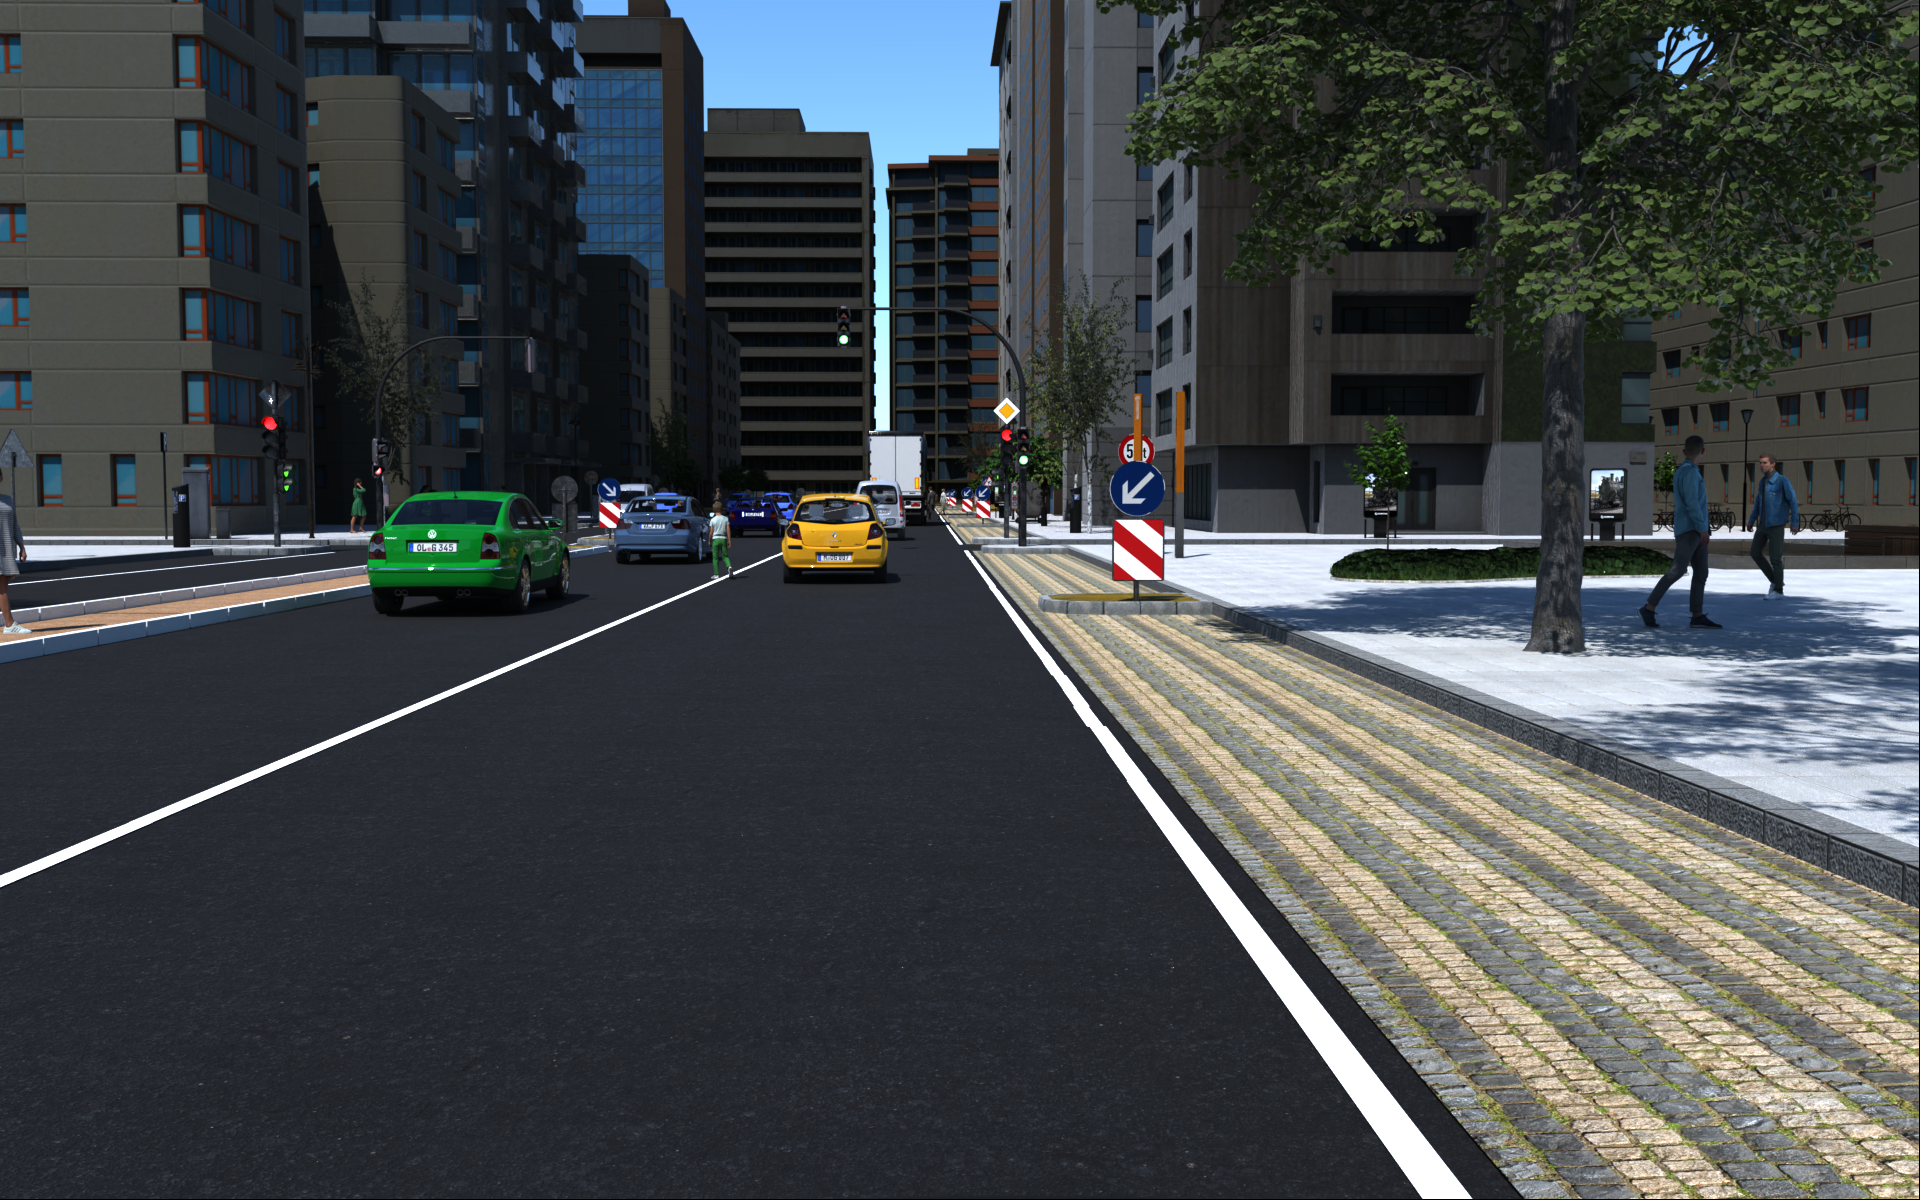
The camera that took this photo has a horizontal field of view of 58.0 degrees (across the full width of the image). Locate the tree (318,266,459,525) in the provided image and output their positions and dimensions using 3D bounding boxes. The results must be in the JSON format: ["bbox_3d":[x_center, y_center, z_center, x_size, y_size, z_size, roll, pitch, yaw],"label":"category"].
[{"bbox_3d":[-18.849,-6.530,57.124,4.360,8.622,3.978,0,3,0],"label":"tree"}]

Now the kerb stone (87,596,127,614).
[{"bbox_3d":[-10.421,0.074,20.988,0.120,0.150,1.000,0,4,-1],"label":"kerb stone"}]

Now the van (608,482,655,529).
[{"bbox_3d":[-13.111,-3.804,69.202,2.013,2.044,4.112,0,4,-3],"label":"van"}]

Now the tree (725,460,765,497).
[{"bbox_3d":[-21.890,-11.213,167.039,4.285,4.588,4.351,0,3,0],"label":"tree"}]

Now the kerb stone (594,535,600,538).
[{"bbox_3d":[-11.081,-1.832,52.253,0.120,0.150,1.000,0,4,-1],"label":"kerb stone"}]

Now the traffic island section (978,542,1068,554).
[{"bbox_3d":[1.544,-1.233,42.447,2.009,0.180,2.903,0,4,-1],"label":"traffic island section"}]

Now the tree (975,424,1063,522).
[{"bbox_3d":[3.052,-5.886,79.954,4.285,4.588,4.351,0,3,0],"label":"tree"}]

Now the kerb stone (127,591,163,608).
[{"bbox_3d":[-10.445,0.011,22.019,0.120,0.150,1.000,0,4,-1],"label":"kerb stone"}]

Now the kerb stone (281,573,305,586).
[{"bbox_3d":[-10.553,-0.296,27.144,0.120,0.150,1.000,0,4,-1],"label":"kerb stone"}]

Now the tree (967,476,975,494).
[{"bbox_3d":[1.581,-10.638,168.535,1.663,3.219,1.824,0,3,0],"label":"tree"}]

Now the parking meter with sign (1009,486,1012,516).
[{"bbox_3d":[2.803,-6.385,100.651,0.543,3.016,1.738,0,4,3],"label":"parking meter with sign"}]

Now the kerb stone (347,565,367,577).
[{"bbox_3d":[-10.620,-0.488,30.211,0.120,0.150,1.000,0,4,-1],"label":"kerb stone"}]

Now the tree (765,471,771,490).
[{"bbox_3d":[-22.123,-12.530,188.573,4.285,4.588,4.351,0,3,0],"label":"tree"}]

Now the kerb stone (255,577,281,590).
[{"bbox_3d":[-10.529,-0.240,26.116,0.120,0.150,1.000,0,4,-1],"label":"kerb stone"}]

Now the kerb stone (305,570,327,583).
[{"bbox_3d":[-10.574,-0.365,28.168,0.120,0.150,1.000,0,4,-1],"label":"kerb stone"}]

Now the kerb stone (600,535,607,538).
[{"bbox_3d":[-11.101,-1.901,53.275,0.120,0.150,1.000,0,4,-1],"label":"kerb stone"}]

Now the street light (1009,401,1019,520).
[{"bbox_3d":[2.670,-6.964,86.656,0.468,5.910,1.993,0,4,-1],"label":"street light"}]

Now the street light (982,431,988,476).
[{"bbox_3d":[1.816,-9.318,125.137,0.468,5.910,1.993,0,4,-1],"label":"street light"}]

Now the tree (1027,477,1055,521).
[{"bbox_3d":[3.748,-5.419,83.197,1.663,3.219,1.824,0,3,0],"label":"tree"}]

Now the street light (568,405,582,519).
[{"bbox_3d":[-19.553,-7.056,88.157,0.468,5.910,1.993,0,4,-1],"label":"street light"}]

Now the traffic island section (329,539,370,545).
[{"bbox_3d":[-16.761,-1.699,50.056,2.009,0.180,2.903,0,4,-1],"label":"traffic island section"}]

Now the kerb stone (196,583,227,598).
[{"bbox_3d":[-10.482,-0.115,24.069,0.120,0.150,1.000,0,4,-1],"label":"kerb stone"}]

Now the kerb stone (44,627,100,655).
[{"bbox_3d":[-8.215,0.385,15.900,0.120,0.150,1.000,0,4,-1],"label":"kerb stone"}]

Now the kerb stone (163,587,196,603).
[{"bbox_3d":[-10.468,-0.052,23.041,0.120,0.150,1.000,0,4,-1],"label":"kerb stone"}]

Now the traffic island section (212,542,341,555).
[{"bbox_3d":[-16.594,-1.211,42.073,2.009,0.180,2.903,0,4,-1],"label":"traffic island section"}]

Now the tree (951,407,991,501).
[{"bbox_3d":[1.526,-11.856,144.215,4.360,8.622,3.978,0,3,0],"label":"tree"}]

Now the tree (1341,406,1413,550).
[{"bbox_3d":[9.518,-2.665,38.177,1.663,3.219,1.824,0,3,0],"label":"tree"}]

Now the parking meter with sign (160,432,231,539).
[{"bbox_3d":[-21.668,-3.235,49.154,1.738,3.016,0.543,-1,4,-16],"label":"parking meter with sign"}]

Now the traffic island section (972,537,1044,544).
[{"bbox_3d":[1.376,-1.722,50.430,2.009,0.180,2.903,0,4,-1],"label":"traffic island section"}]

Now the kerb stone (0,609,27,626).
[{"bbox_3d":[-10.385,0.200,18.931,0.120,0.150,1.000,0,4,-1],"label":"kerb stone"}]

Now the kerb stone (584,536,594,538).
[{"bbox_3d":[-11.060,-1.774,51.224,0.120,0.150,1.000,0,4,-1],"label":"kerb stone"}]

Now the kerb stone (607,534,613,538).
[{"bbox_3d":[-11.121,-1.963,54.300,0.120,0.150,1.000,0,4,-1],"label":"kerb stone"}]

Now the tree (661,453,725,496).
[{"bbox_3d":[-21.649,-9.302,135.799,4.285,4.588,4.351,0,3,0],"label":"tree"}]

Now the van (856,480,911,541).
[{"bbox_3d":[-2.546,-2.916,54.687,2.013,2.044,4.112,0,4,-2],"label":"van"}]

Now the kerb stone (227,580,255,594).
[{"bbox_3d":[-10.505,-0.177,25.094,0.120,0.150,1.000,0,4,-1],"label":"kerb stone"}]

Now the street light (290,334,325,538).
[{"bbox_3d":[-18.824,-4.730,50.122,0.468,5.910,1.993,0,4,-1],"label":"street light"}]

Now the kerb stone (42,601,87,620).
[{"bbox_3d":[-10.403,0.138,19.966,0.120,0.150,1.000,0,4,-1],"label":"kerb stone"}]

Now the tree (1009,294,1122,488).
[{"bbox_3d":[4.165,-6.954,64.053,4.737,8.622,4.395,0,3,0],"label":"tree"}]

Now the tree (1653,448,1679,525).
[{"bbox_3d":[29.532,-4.745,72.182,1.663,3.219,1.824,0,3,0],"label":"tree"}]

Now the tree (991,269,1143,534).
[{"bbox_3d":[4.039,-6.448,55.786,4.360,8.622,3.978,0,3,0],"label":"tree"}]

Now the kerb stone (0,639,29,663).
[{"bbox_3d":[-8.187,0.449,14.870,0.120,0.150,1.000,0,4,-1],"label":"kerb stone"}]

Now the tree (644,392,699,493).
[{"bbox_3d":[-20.955,-10.721,125.646,4.737,8.622,4.395,0,3,0],"label":"tree"}]

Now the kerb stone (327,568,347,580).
[{"bbox_3d":[-10.598,-0.428,29.190,0.120,0.150,1.000,0,4,-1],"label":"kerb stone"}]

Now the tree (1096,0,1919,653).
[{"bbox_3d":[4.811,-5.878,14.240,7.486,12.596,7.792,0,3,0],"label":"tree"}]

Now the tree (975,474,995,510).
[{"bbox_3d":[2.509,-8.857,139.417,1.663,3.219,1.824,0,3,0],"label":"tree"}]
